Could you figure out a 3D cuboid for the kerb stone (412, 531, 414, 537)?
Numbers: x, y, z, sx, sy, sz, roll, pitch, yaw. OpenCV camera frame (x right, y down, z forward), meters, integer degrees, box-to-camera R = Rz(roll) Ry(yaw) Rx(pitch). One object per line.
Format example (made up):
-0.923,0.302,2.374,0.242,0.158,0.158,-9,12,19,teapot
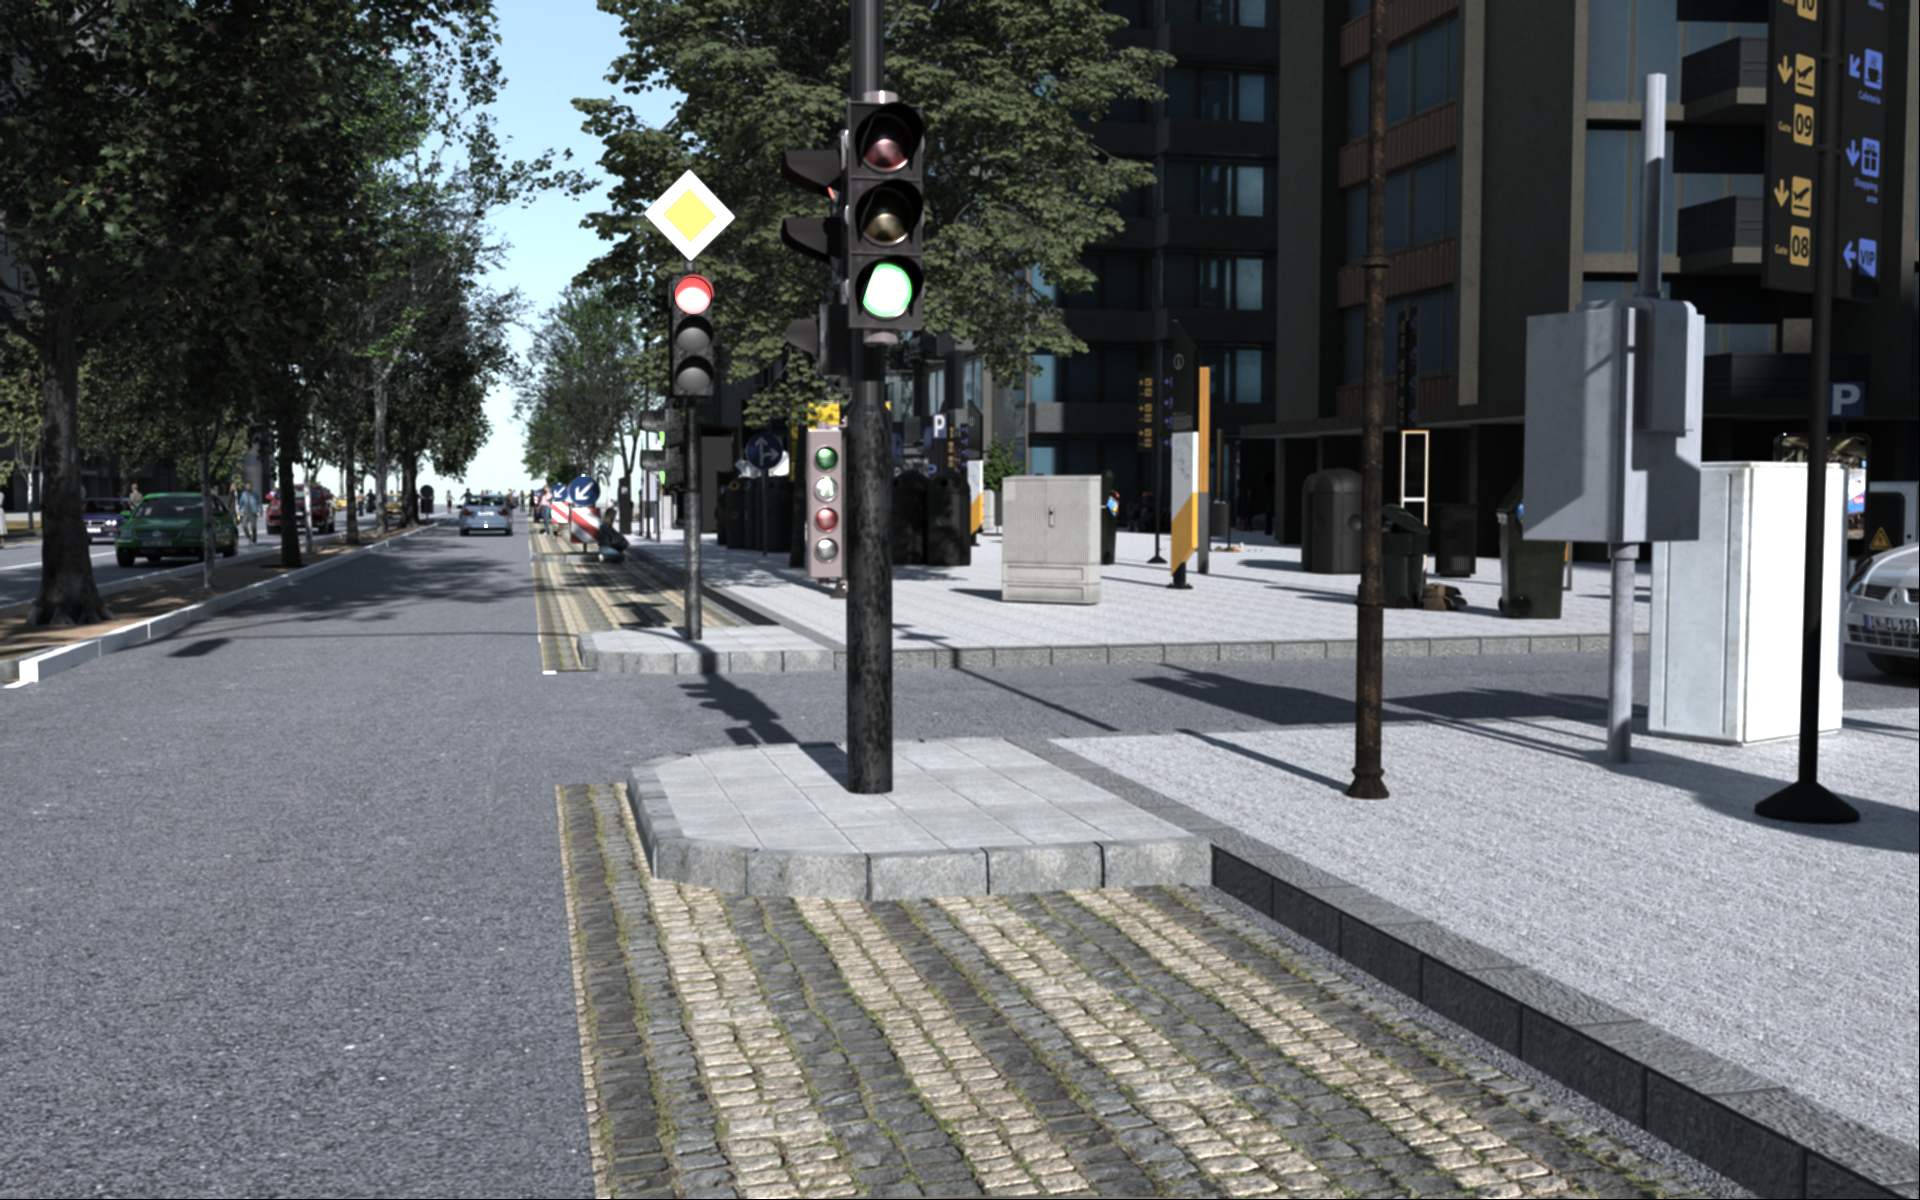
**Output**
-17.985,-2.094,56.451,0.120,0.150,1.000,-1,4,-14,kerb stone

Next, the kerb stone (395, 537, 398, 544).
-16.235,-1.670,49.505,0.120,0.150,1.000,-1,4,-14,kerb stone

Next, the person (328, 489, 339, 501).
-45.284,-7.078,124.314,1.350,1.814,0.705,-1,4,-12,person

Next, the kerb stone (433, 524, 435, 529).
-21.235,-2.887,69.398,0.120,0.150,1.000,-1,4,-14,kerb stone

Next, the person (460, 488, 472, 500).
-36.328,-7.331,127.989,1.348,1.869,0.705,-2,4,-33,person

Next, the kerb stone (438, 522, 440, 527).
-22.239,-3.130,73.377,0.120,0.150,1.000,-1,4,-14,kerb stone

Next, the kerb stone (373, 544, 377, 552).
-14.492,-1.246,42.561,0.120,0.150,1.000,-1,4,-14,kerb stone

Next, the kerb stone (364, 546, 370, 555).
-13.994,-1.121,40.564,0.120,0.150,1.000,-1,4,-14,kerb stone

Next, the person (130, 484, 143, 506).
-26.224,-2.812,55.032,0.362,1.759,0.519,1,4,23,person

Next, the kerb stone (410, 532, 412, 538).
-17.730,-2.034,55.458,0.120,0.150,1.000,-1,4,-14,kerb stone

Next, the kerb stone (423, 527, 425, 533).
-19.483,-2.461,62.439,0.120,0.150,1.000,-1,4,-14,kerb stone

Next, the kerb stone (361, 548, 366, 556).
-13.747,-1.061,39.572,0.120,0.150,1.000,-1,4,-14,kerb stone

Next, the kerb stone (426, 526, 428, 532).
-19.989,-2.580,64.423,0.120,0.150,1.000,-1,4,-14,kerb stone

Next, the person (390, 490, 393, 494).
-41.197,-7.112,125.497,1.217,1.735,0.721,0,4,-5,person

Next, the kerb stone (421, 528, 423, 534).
-19.237,-2.400,61.442,0.120,0.150,1.000,-1,4,-14,kerb stone

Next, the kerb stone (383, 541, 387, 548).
-15.242,-1.419,45.534,0.120,0.150,1.000,-1,4,-14,kerb stone

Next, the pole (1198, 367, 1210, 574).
3.928,-2.082,27.880,0.158,3.312,0.155,0,3,0,pole

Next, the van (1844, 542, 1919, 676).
8.883,-0.383,13.270,4.112,2.044,2.013,-1,4,-13,van

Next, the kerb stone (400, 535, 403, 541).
-16.736,-1.792,51.488,0.120,0.150,1.000,-1,4,-14,kerb stone

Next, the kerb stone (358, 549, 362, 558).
-13.496,-0.999,38.576,0.120,0.150,1.000,-1,4,-14,kerb stone

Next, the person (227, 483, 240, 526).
-23.964,-2.925,56.537,0.699,1.804,1.509,1,4,14,person

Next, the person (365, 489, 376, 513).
-44.320,-7.450,130.328,1.348,1.821,0.705,1,4,16,person

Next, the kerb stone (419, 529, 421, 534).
-18.982,-2.338,60.429,0.120,0.150,1.000,-1,4,-14,kerb stone

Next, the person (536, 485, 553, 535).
-14.511,-3.158,60.725,0.593,1.750,0.643,1,4,23,person

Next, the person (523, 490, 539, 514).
-28.394,-6.464,114.908,1.217,1.735,0.721,-2,4,-24,person

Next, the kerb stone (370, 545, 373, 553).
-14.246,-1.183,41.565,0.120,0.150,1.000,-1,4,-14,kerb stone

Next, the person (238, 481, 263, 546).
-19.612,-2.388,47.889,0.601,1.785,0.444,0,4,-4,person

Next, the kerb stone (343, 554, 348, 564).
-12.743,-0.819,35.589,0.120,0.150,1.000,-1,4,-14,kerb stone

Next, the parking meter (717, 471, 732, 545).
-5.920,-2.321,43.661,0.399,1.863,0.255,-1,4,-11,parking meter

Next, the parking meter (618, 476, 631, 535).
-10.601,-2.997,54.713,0.399,1.863,0.255,0,4,-6,parking meter

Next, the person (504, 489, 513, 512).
-29.969,-6.468,114.785,0.750,1.759,0.617,0,4,-7,person

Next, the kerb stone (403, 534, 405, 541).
-16.986,-1.852,52.479,0.120,0.150,1.000,-1,4,-14,kerb stone

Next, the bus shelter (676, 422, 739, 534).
-8.655,-4.142,59.000,1.731,3.624,6.357,-1,4,-14,bus shelter

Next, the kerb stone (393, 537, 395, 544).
-15.992,-1.610,48.512,0.120,0.150,1.000,-1,4,-14,kerb stone

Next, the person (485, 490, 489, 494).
-32.899,-6.822,120.767,1.217,1.743,0.721,-3,5,-40,person

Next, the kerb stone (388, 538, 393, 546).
-15.734,-1.549,47.518,0.120,0.150,1.000,-1,4,-14,kerb stone

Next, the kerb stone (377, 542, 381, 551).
-14.739,-1.306,43.553,0.120,0.150,1.000,-1,4,-14,kerb stone

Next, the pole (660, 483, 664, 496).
-14.910,-5.681,86.723,0.158,3.312,0.155,0,3,0,pole

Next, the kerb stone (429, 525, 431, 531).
-20.486,-2.705,66.421,0.120,0.150,1.000,-1,4,-14,kerb stone

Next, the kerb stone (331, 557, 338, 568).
-12.236,-0.698,33.604,0.120,0.150,1.000,-1,4,-14,kerb stone

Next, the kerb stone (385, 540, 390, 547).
-15.495,-1.482,46.524,0.120,0.150,1.000,-1,4,-14,kerb stone

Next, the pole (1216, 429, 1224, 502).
8.107,-3.678,53.979,0.158,3.312,0.155,0,3,0,pole

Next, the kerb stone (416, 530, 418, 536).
-18.484,-2.216,58.444,0.120,0.150,1.000,-1,4,-14,kerb stone

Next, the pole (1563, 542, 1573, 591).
8.049,-1.781,22.960,0.158,3.312,0.155,0,3,0,pole

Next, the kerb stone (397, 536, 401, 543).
-16.481,-1.727,50.497,0.120,0.150,1.000,-1,4,-14,kerb stone

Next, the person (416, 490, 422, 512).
-43.404,-7.900,138.190,1.217,1.766,0.721,1,4,21,person

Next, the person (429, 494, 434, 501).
-43.311,-8.151,141.770,0.705,1.824,1.348,0,4,8,person

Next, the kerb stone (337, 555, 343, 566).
-12.487,-0.758,34.595,0.120,0.150,1.000,-1,4,-14,kerb stone

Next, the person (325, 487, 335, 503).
-36.884,-5.642,100.715,1.348,1.831,0.705,2,4,30,person

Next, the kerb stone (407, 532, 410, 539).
-17.484,-1.974,54.466,0.120,0.150,1.000,-1,4,-14,kerb stone

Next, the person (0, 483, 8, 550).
-24.964,-2.186,44.805,0.524,1.755,0.480,0,4,2,person

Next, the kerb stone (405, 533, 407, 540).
-17.240,-1.911,53.474,0.120,0.150,1.000,-1,4,-14,kerb stone

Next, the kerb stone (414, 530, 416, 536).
-18.233,-2.156,57.443,0.120,0.150,1.000,-1,4,-14,kerb stone

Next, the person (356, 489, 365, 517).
-38.311,-6.195,110.497,1.217,1.736,0.721,3,4,37,person

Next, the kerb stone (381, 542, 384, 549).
-14.984,-1.362,44.545,0.120,0.150,1.000,-1,4,-14,kerb stone

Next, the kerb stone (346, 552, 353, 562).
-12.986,-0.880,36.585,0.120,0.150,1.000,-1,4,-14,kerb stone

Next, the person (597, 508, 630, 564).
-7.031,-1.312,35.447,0.738,1.151,1.012,0,4,0,person

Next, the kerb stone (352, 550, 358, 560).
-13.238,-0.940,37.576,0.120,0.150,1.000,-1,4,-14,kerb stone
